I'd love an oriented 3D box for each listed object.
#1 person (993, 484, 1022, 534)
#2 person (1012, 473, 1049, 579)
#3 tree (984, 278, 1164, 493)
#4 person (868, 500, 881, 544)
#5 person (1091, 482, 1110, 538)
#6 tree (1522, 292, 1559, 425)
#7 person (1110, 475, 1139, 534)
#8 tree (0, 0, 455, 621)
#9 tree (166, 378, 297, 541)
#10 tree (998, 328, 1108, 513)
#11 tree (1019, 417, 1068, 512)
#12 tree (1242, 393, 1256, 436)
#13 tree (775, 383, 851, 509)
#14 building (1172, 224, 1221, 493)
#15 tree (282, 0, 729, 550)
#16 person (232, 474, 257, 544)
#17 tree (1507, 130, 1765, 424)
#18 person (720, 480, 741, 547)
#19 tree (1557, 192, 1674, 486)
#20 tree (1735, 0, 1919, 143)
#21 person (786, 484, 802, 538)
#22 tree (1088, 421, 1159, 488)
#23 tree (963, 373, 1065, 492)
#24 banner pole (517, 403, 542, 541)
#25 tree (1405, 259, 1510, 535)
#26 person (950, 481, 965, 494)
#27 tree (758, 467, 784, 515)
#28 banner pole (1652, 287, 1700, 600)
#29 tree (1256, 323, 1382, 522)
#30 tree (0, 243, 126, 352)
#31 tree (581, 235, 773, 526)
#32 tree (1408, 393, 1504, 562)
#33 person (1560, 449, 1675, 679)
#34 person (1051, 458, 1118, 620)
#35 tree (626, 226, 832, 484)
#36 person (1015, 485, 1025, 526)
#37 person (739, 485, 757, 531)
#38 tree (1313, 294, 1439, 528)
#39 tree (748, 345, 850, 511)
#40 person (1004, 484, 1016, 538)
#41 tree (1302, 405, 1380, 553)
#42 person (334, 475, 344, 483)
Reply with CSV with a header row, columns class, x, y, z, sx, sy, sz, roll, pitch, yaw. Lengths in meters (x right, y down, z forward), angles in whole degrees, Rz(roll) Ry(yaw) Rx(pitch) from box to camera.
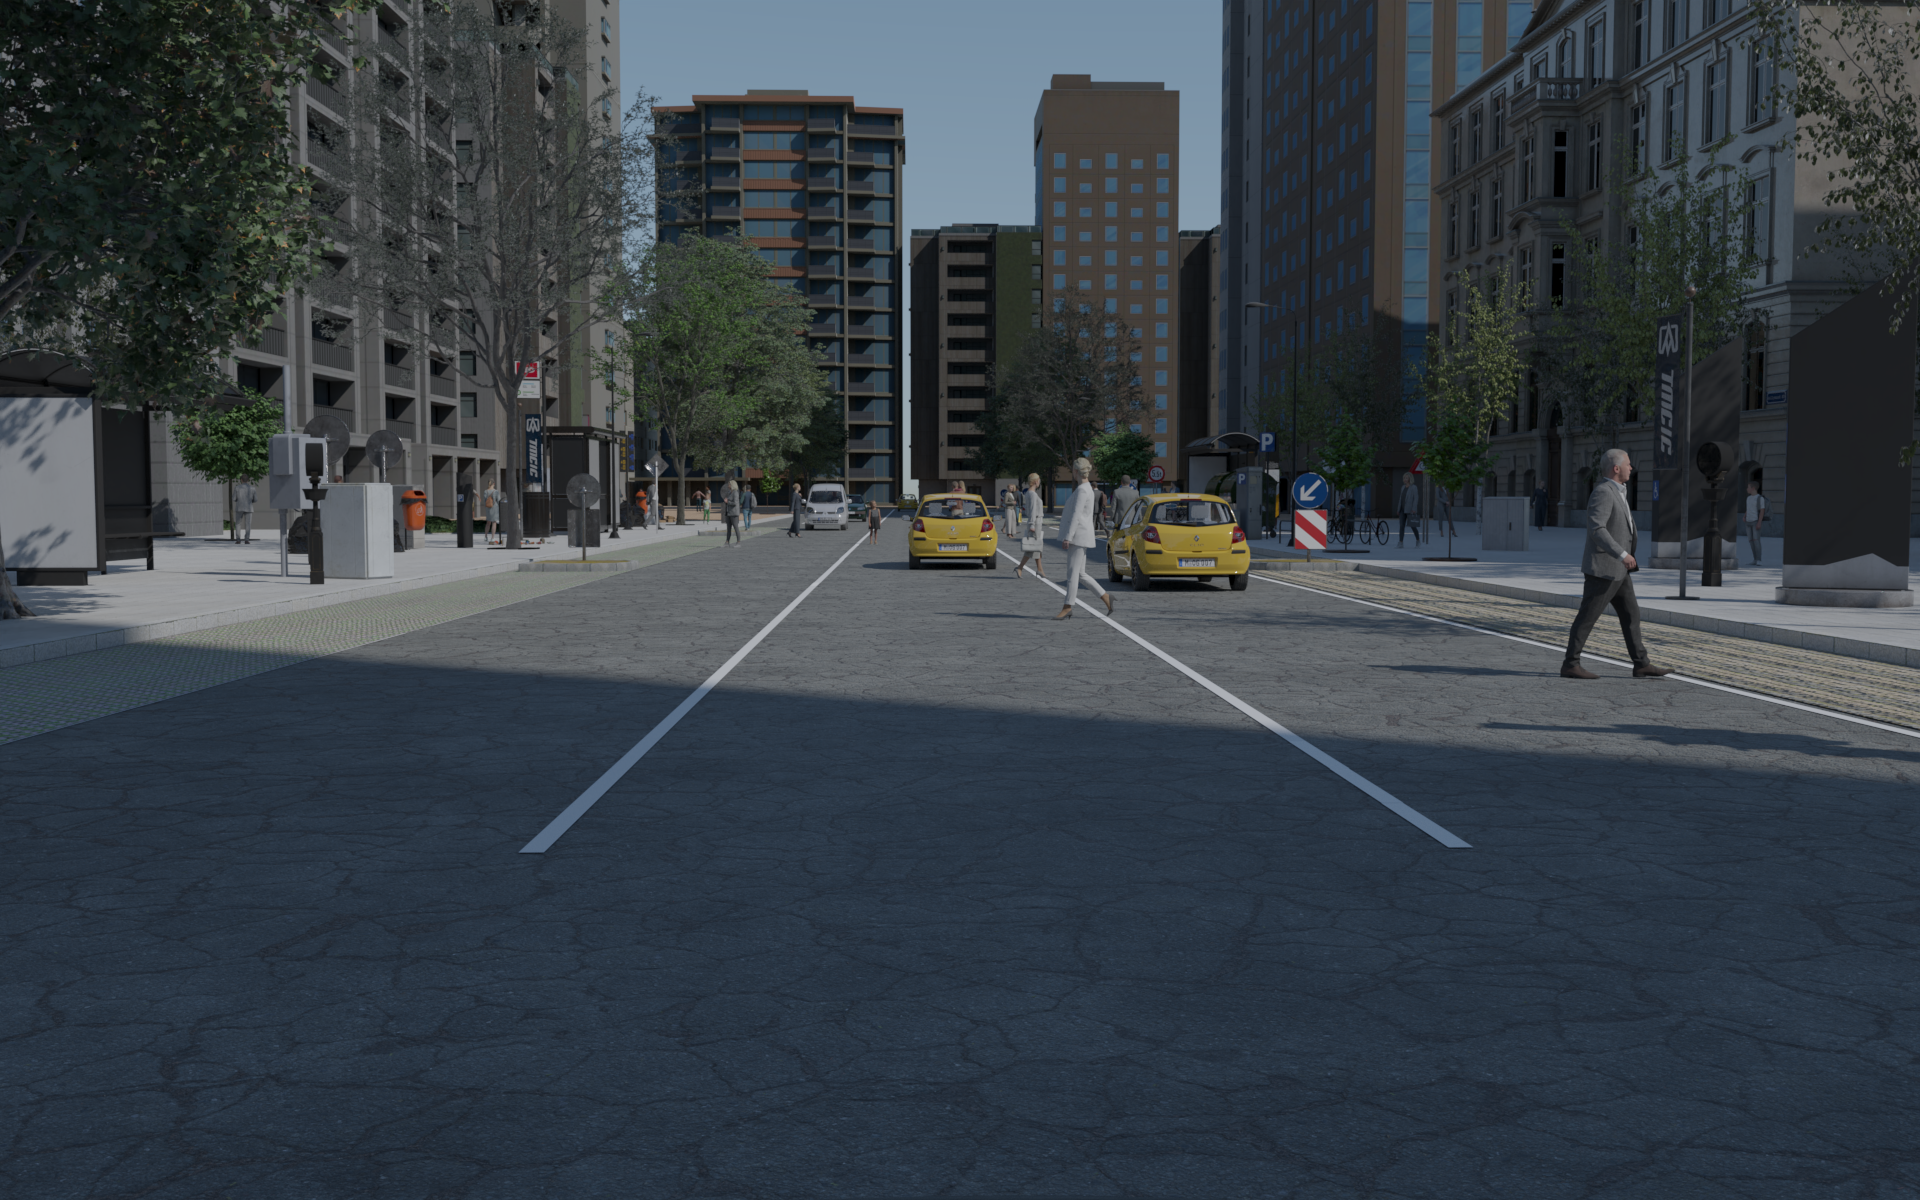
class,x,y,z,sx,sy,sz,roll,pitch,yaw
person,1.534,-3.303,62.720,1.509,1.804,0.699,2,4,27
person,1.198,-1.247,29.238,0.624,1.780,0.694,0,4,3
tree,6.493,-11.578,99.663,12.009,13.543,11.850,0,3,0
person,-2.441,-2.223,49.513,0.362,1.253,0.373,-1,4,-13
person,4.440,-2.919,56.190,0.822,1.834,0.622,3,5,44
tree,17.997,-6.002,48.495,4.360,8.622,3.978,0,3,0
person,3.368,-1.611,34.939,0.694,1.812,0.767,0,4,-4
tree,-10.093,-6.140,17.403,9.611,12.733,9.660,0,3,0
tree,-20.062,-3.921,47.818,4.285,4.588,4.351,0,3,0
tree,6.522,-12.180,117.268,7.486,12.596,7.792,0,3,0
tree,6.636,-10.803,126.997,4.737,8.622,4.395,0,3,0
tree,15.605,-8.034,81.722,4.737,8.622,4.395,0,3,0
tree,-12.714,-12.853,144.560,8.767,10.594,7.601,1,4,20
building,30.065,-25.489,188.443,14.107,30.474,14.160,0,4,-2
tree,-10.428,-7.921,39.874,12.009,13.543,11.850,0,3,0
person,-18.425,-2.344,44.574,0.606,1.804,0.583,-2,4,-33
tree,13.938,-5.138,34.373,4.737,8.622,4.395,0,3,0
person,-6.145,-2.312,46.480,0.526,1.800,0.537,-1,4,-22
tree,17.504,-5.568,41.401,4.360,8.622,3.978,0,3,0
tree,9.546,-4.005,15.843,4.360,8.622,3.978,0,3,0
person,-5.437,-2.945,57.066,0.534,1.772,0.576,-1,4,-15
tree,7.409,-5.783,78.258,4.285,4.588,4.351,0,3,0
tree,5.435,-14.685,157.113,9.611,12.733,9.660,0,3,0
banner pole,-11.853,-3.520,47.569,0.863,3.779,0.401,1,4,11
tree,16.395,-6.387,54.797,4.737,8.622,4.395,0,3,0
person,-0.032,-2.682,52.331,0.573,1.828,0.580,2,4,28
tree,-12.121,-6.972,108.600,1.663,3.219,1.824,0,3,0
banner pole,8.753,-1.909,21.226,0.401,3.779,0.863,-1,4,-14
tree,16.147,-7.608,74.756,4.737,8.622,4.395,0,3,0
tree,-19.743,-5.414,38.884,4.360,8.622,3.978,0,3,0
tree,-11.461,-8.853,70.507,9.928,11.665,9.643,0,3,0
tree,9.541,-2.359,33.164,1.663,3.219,1.824,0,3,0
person,5.092,-0.274,13.370,0.834,1.777,0.661,1,4,22
person,1.428,-0.694,19.729,0.818,1.842,0.514,-1,4,-10
tree,-10.873,-10.748,82.377,9.857,13.997,8.962,0,3,0
person,2.506,-4.170,76.672,0.794,1.824,0.713,-2,4,-27
person,-8.065,-3.485,65.830,0.623,1.781,0.721,-3,5,-44
tree,15.273,-6.973,64.365,4.360,8.622,3.978,0,3,0
tree,-12.654,-13.018,130.963,7.486,12.596,7.792,0,3,0
person,1.658,-2.893,56.343,0.362,1.759,0.519,2,4,27
tree,8.331,-2.649,37.911,1.663,3.219,1.824,0,3,0
person,-15.560,-2.268,43.696,0.480,1.755,0.524,3,5,42
